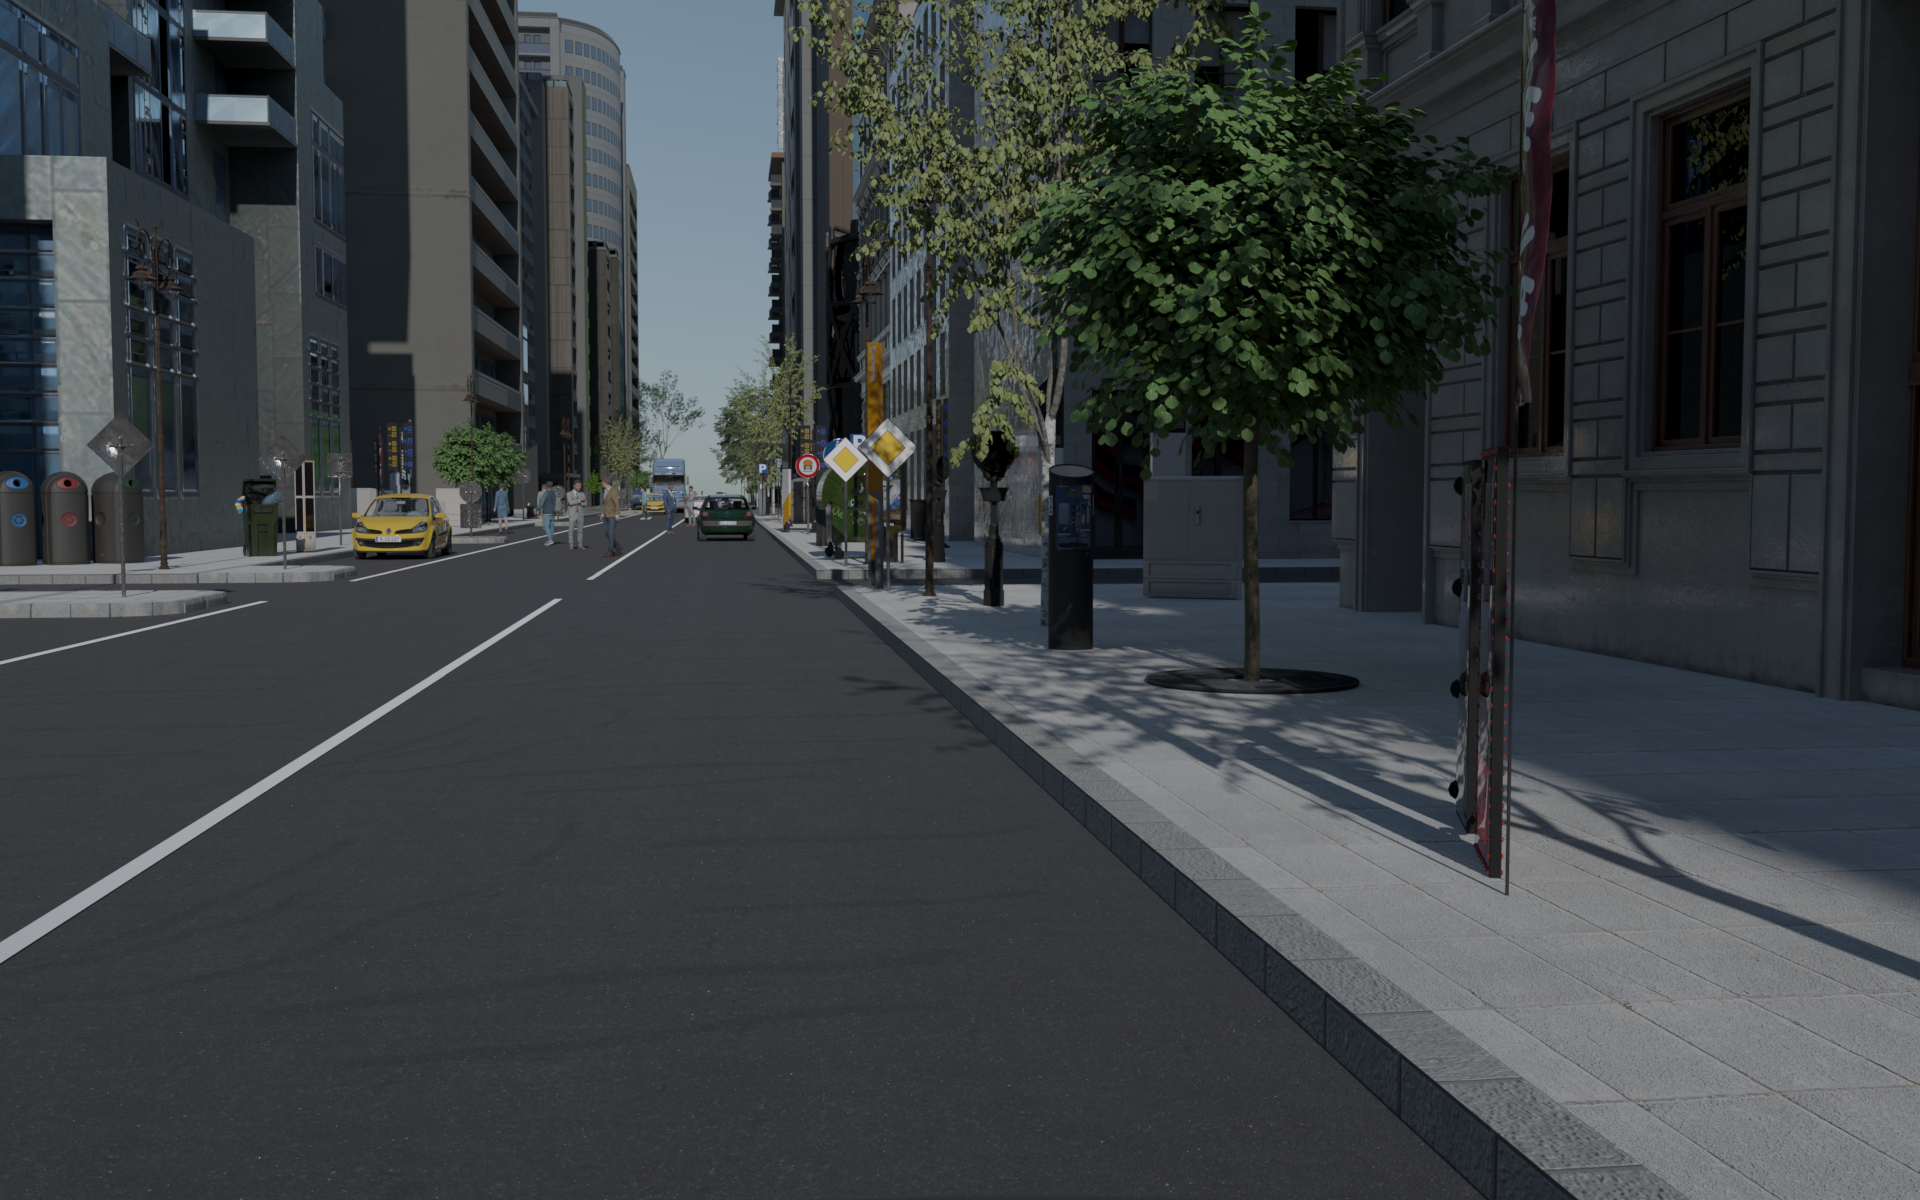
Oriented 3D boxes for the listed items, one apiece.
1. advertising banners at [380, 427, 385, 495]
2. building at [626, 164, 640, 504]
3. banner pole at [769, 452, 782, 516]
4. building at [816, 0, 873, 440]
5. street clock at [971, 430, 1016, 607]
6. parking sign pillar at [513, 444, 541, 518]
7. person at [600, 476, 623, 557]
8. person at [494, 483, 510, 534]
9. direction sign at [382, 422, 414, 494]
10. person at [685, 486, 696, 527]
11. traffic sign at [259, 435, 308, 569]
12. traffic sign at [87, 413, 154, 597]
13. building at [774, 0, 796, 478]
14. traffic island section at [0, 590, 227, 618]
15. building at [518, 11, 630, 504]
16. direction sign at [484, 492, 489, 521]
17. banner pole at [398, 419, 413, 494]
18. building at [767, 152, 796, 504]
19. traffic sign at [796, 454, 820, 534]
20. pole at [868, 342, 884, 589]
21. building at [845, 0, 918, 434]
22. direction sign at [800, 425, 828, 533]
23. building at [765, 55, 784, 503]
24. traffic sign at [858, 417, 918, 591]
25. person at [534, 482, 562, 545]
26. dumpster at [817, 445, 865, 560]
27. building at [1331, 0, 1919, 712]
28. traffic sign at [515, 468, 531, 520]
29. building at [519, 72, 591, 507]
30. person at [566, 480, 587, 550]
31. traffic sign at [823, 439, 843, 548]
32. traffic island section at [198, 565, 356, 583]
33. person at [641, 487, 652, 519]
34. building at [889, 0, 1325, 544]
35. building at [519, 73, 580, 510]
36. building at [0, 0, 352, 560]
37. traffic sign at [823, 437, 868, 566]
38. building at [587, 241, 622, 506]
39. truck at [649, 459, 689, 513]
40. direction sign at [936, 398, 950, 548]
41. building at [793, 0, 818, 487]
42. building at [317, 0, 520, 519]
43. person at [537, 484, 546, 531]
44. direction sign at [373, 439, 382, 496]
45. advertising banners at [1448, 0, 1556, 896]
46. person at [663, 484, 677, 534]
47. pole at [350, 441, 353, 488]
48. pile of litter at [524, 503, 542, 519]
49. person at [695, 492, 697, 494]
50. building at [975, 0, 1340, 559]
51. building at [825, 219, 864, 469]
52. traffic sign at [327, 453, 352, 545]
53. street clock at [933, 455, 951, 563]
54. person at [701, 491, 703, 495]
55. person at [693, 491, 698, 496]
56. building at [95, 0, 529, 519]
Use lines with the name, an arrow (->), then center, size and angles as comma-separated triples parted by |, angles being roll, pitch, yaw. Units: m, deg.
advertising banners -> -15.341, -3.045, 45.972 | 0.090, 3.025, 2.074 | -1, 4, -17
building -> -55.865, -37.692, 239.971 | 21.300, 48.544, 21.600 | 0, 4, -8
banner pole -> -10.800, -6.820, 101.519 | 0.863, 3.779, 0.401 | -1, 4, -12
building -> -2.246, -28.478, 115.729 | 14.600, 45.320, 14.200 | 0, 4, -8
street clock -> 0.387, -0.932, 19.806 | 0.471, 2.002, 0.358 | -1, 4, -20
parking sign pillar -> -23.366, -6.412, 93.305 | 1.447, 3.967, 1.447 | 0, 4, -5
person -> -8.012, -1.913, 39.681 | 0.656, 1.842, 0.836 | 1, 4, 20
person -> -16.358, -3.263, 61.875 | 0.581, 1.822, 0.654 | -2, 4, -24
direction sign -> -17.722, -3.848, 54.914 | 0.876, 3.537, 0.379 | 1, 4, 10
person -> -11.865, -4.117, 75.990 | 0.511, 1.800, 0.466 | 2, 4, 31
traffic sign -> -11.484, -1.577, 29.418 | 0.795, 2.450, 0.064 | 0, 4, -8
traffic sign -> -10.409, -1.093, 21.506 | 0.795, 2.450, 0.064 | 0, 4, -8
building -> -2.831, -35.238, 165.376 | 28.713, 52.752, 27.495 | 0, 4, -8
traffic island section -> -10.431, 0.044, 21.564 | 2.009, 0.180, 2.903 | 0, 4, -8
building -> -52.588, -41.130, 214.468 | 21.231, 58.520, 28.212 | 0, 4, -8
direction sign -> -22.185, -5.457, 81.216 | 0.379, 3.537, 0.876 | 3, 5, 39
banner pole -> -18.627, -4.177, 58.303 | 0.863, 3.779, 0.401 | 2, 4, 35
building -> -13.085, -34.566, 219.784 | 22.147, 44.769, 28.867 | 0, 4, -8
traffic sign -> -4.817, -3.352, 54.903 | 0.768, 2.556, 0.104 | 0, 4, -2
pole -> -1.142, -1.809, 23.425 | 0.158, 3.312, 0.155 | 0, 3, 0
building -> 1.231, -15.007, 74.238 | 11.050, 23.489, 19.941 | 0, 4, -8
direction sign -> -4.833, -3.978, 57.045 | 0.876, 3.537, 0.379 | -1, 4, -16
building -> -17.114, -57.214, 248.116 | 22.319, 86.520, 31.000 | 0, 4, -8
traffic sign -> -0.948, -1.170, 22.766 | 0.795, 2.450, 0.064 | 0, 4, -8
person -> -11.496, -2.425, 48.493 | 0.721, 1.781, 0.623 | 2, 4, 29
dumpster -> -2.059, -1.960, 34.546 | 1.502, 2.255, 1.985 | 0, 4, -8
building -> 10.534, -10.636, 10.056 | 11.583, 22.565, 21.152 | 0, 4, -8
traffic sign -> -21.479, -5.201, 85.148 | 0.768, 2.556, 0.104 | 0, 4, -2
building -> -42.763, -29.360, 163.624 | 14.154, 41.232, 14.086 | 0, 4, -8
person -> -9.769, -2.174, 44.219 | 0.466, 1.800, 0.511 | 3, 5, 42
traffic sign -> -2.763, -2.433, 39.890 | 0.768, 2.556, 0.104 | 0, 4, -7
traffic island section -> -11.507, -0.440, 29.477 | 2.009, 0.180, 2.903 | 0, 4, -8
person -> -17.807, -5.480, 98.121 | 0.620, 1.820, 0.660 | -1, 4, -22
building -> 3.714, -12.292, 55.718 | 10.420, 20.320, 16.860 | 0, 4, -8
building -> -48.594, -27.625, 143.543 | 32.217, 40.220, 23.993 | 0, 4, -8
building -> -29.442, -44.774, 44.726 | 22.319, 86.520, 31.000 | 0, 4, -8
traffic sign -> -2.024, -1.654, 30.679 | 0.795, 2.450, 0.064 | 0, 4, -8
building -> -45.730, -25.883, 194.895 | 14.160, 30.474, 14.107 | 0, 4, -8
truck -> -22.898, -9.023, 137.285 | 2.967, 4.110, 18.799 | -1, 4, -8
direction sign -> -0.421, -3.019, 41.352 | 0.379, 3.537, 0.876 | -1, 4, -19
building -> -2.547, -36.370, 136.646 | 21.231, 58.520, 28.212 | 0, 4, -8
building -> -34.547, -28.398, 88.011 | 21.300, 48.544, 21.600 | 0, 4, -8
person -> -16.250, -3.628, 67.917 | 0.635, 1.810, 0.391 | -1, 4, -22
direction sign -> -23.827, -4.831, 70.981 | 0.379, 3.537, 0.876 | -3, 5, -41
advertising banners -> 1.839, -0.597, 5.950 | 0.090, 3.025, 2.074 | 1, 4, 11
person -> -10.481, -3.295, 62.555 | 0.419, 1.800, 0.721 | 1, 4, 21
pole -> -23.238, -4.414, 66.019 | 0.158, 3.312, 0.155 | 0, 3, 0
pile of litter -> -21.852, -4.595, 89.100 | 1.176, 0.858, 1.719 | 0, 4, -6
person -> -36.306, -13.974, 237.759 | 1.217, 1.735, 0.721 | -2, 4, -35
building -> 9.398, -11.289, 39.328 | 16.860, 20.320, 10.420 | 0, 4, -8
building -> 0.750, -14.131, 98.498 | 16.820, 18.784, 16.811 | 0, 4, -8
traffic sign -> -15.498, -2.518, 43.304 | 0.606, 2.300, 0.079 | 0, 4, -3
street clock -> -0.404, -1.708, 32.489 | 0.358, 2.002, 0.471 | 2, 4, 35
person -> -31.745, -12.506, 212.974 | 0.705, 1.824, 1.348 | -1, 4, -9
person -> -31.495, -12.026, 205.112 | 1.348, 1.826, 0.705 | 1, 4, 22
building -> -40.360, -49.077, 115.088 | 22.319, 86.520, 31.000 | 0, 4, -8
